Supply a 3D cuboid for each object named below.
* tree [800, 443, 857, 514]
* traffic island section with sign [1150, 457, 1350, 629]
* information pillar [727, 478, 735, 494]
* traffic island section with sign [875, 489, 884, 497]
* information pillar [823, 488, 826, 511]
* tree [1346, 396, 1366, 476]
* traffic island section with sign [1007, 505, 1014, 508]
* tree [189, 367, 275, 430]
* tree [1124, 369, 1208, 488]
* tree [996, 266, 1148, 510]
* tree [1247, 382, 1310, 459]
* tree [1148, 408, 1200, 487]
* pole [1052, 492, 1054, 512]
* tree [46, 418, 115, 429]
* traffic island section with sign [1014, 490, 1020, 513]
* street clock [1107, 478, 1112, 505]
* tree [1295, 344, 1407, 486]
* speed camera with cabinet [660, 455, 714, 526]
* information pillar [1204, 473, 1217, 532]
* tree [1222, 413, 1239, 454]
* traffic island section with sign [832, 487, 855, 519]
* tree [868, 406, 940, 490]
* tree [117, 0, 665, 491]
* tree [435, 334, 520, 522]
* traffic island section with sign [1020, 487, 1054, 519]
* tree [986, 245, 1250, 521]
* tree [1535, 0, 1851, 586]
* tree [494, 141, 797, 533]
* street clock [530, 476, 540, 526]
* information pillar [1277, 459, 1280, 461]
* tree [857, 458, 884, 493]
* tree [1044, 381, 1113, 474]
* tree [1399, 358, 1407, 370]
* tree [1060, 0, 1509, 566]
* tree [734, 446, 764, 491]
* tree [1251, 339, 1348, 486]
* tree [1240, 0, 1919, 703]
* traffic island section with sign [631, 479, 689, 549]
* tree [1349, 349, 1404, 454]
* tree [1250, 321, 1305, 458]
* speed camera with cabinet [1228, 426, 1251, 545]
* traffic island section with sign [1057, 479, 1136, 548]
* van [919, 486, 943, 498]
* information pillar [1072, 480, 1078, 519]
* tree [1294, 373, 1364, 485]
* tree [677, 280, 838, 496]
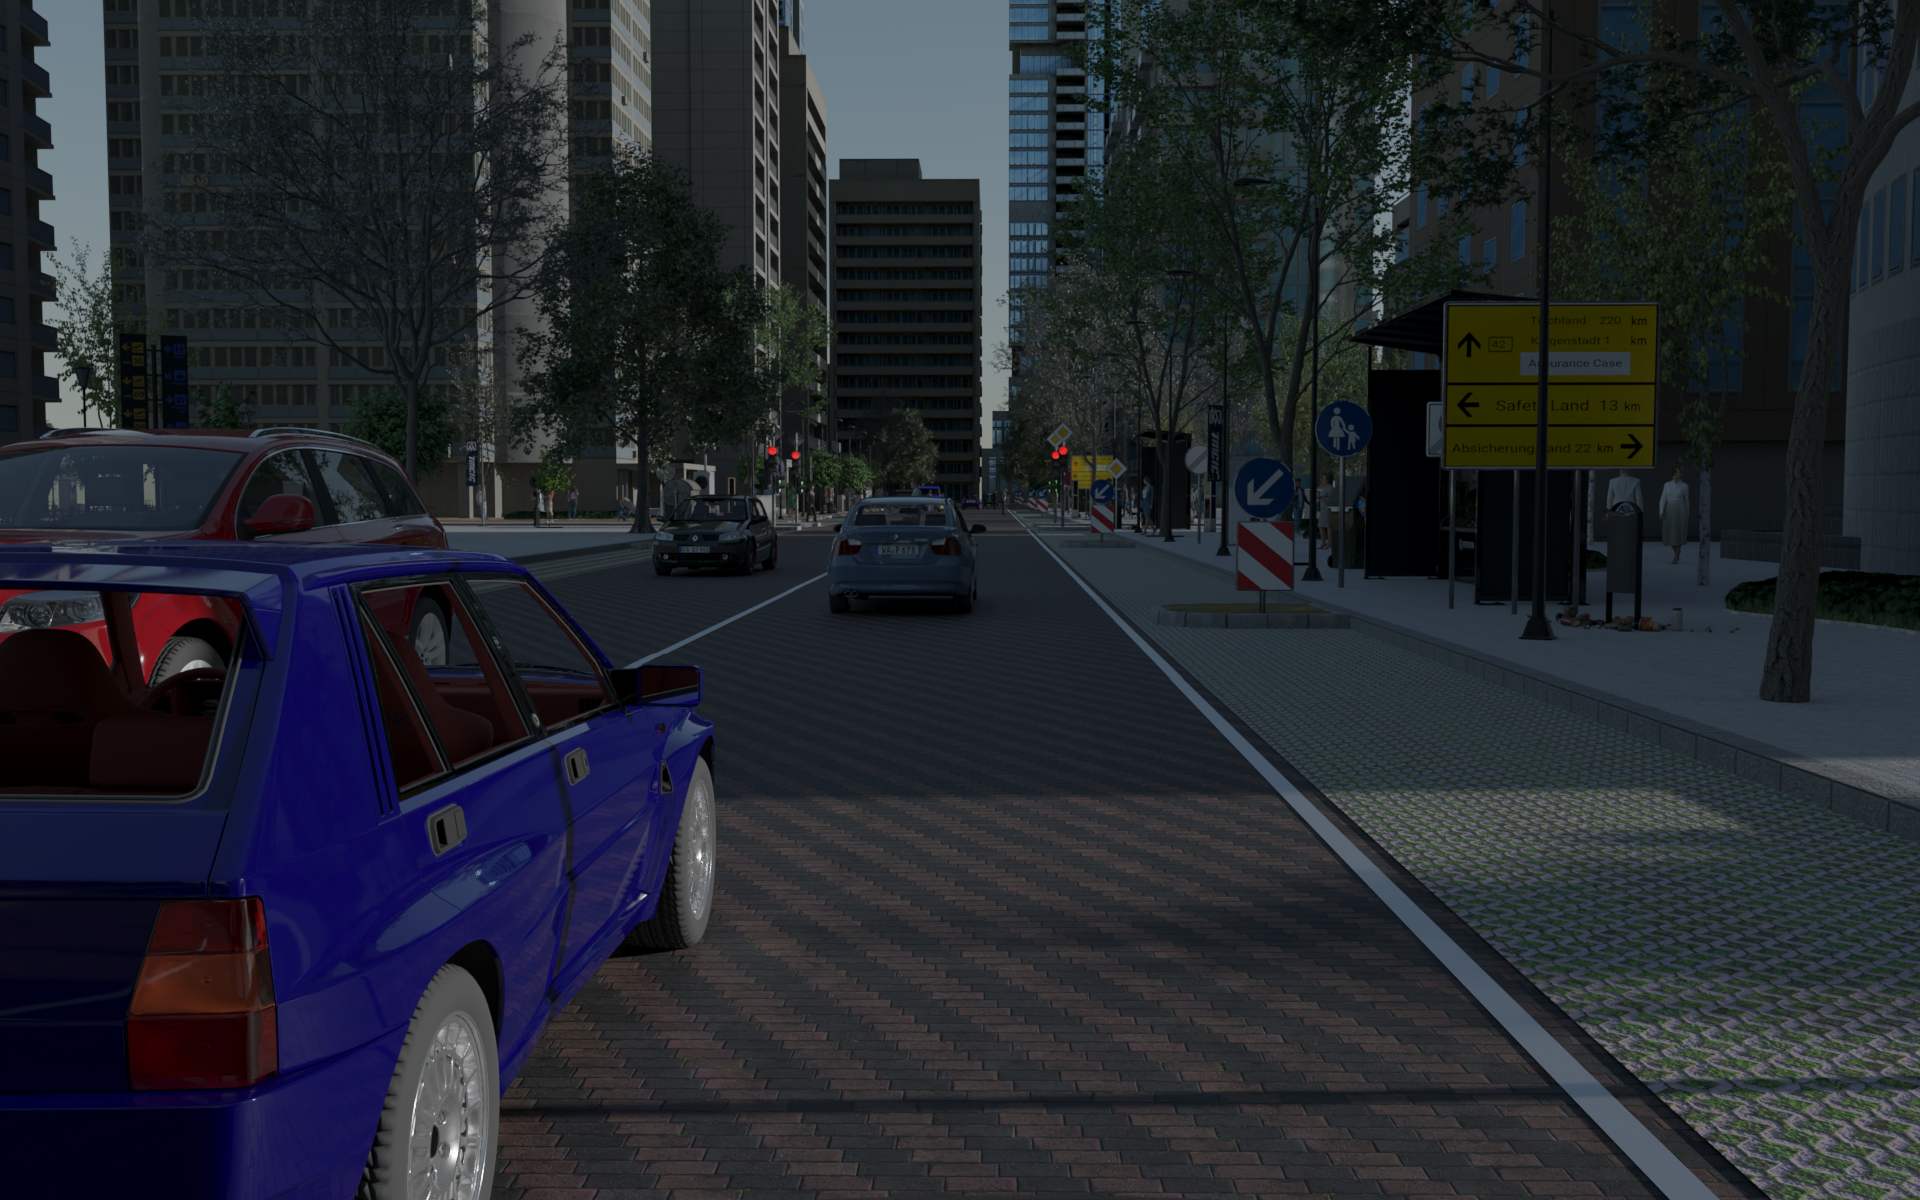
[{"bbox_3d":[-9.134,-7.854,112.119,4.285,4.588,4.351,0,3,0],"label":"tree"},{"bbox_3d":[3.158,-0.651,19.267,1.989,1.847,2.006,0,4,1],"label":"traffic island section with sign"},{"bbox_3d":[-10.231,-4.463,77.462,0.304,2.012,0.304,-1,4,-17],"label":"information pillar"},{"bbox_3d":[-5.930,-7.320,128.311,1.989,1.847,2.006,0,4,1],"label":"traffic island section with sign"},{"bbox_3d":[-10.292,-7.755,131.292,0.304,2.012,0.304,0,4,3],"label":"information pillar"},{"bbox_3d":[28.297,-10.490,121.870,4.360,8.622,3.978,0,3,0],"label":"tree"},{"bbox_3d":[6.114,-10.354,177.913,1.989,1.847,2.006,0,4,1],"label":"traffic island section with sign"},{"bbox_3d":[-11.176,-1.954,26.547,1.663,3.219,1.824,0,3,0],"label":"tree"},{"bbox_3d":[11.592,-9.149,99.948,4.737,8.622,4.395,0,3,0],"label":"tree"},{"bbox_3d":[9.594,-17.443,141.083,12.611,20.169,13.585,0,3,0],"label":"tree"},{"bbox_3d":[20.166,-9.612,107.524,4.360,8.622,3.978,0,3,0],"label":"tree"},{"bbox_3d":[15.447,-10.636,124.268,4.360,8.622,3.978,0,3,0],"label":"tree"},{"bbox_3d":[6.537,-7.839,122.006,0.158,3.312,0.155,0,3,0],"label":"pole"},{"bbox_3d":[-64.520,-9.482,117.935,11.467,7.101,20.602,0,4,-1],"label":"tree"},{"bbox_3d":[5.189,-7.331,128.490,1.989,1.847,2.006,0,4,1],"label":"traffic island section with sign"},{"bbox_3d":[6.739,-4.509,78.299,0.358,2.002,0.471,0,4,3],"label":"street clock"},{"bbox_3d":[29.935,-13.095,131.112,9.611,12.733,9.660,0,3,0],"label":"tree"},{"bbox_3d":[-10.646,-4.480,67.579,2.038,3.252,0.660,1,4,12],"label":"speed camera with cabinet"},{"bbox_3d":[8.427,-3.293,58.325,0.304,2.012,0.304,-3,5,-41],"label":"information pillar"},{"bbox_3d":[20.500,-11.597,139.977,4.737,8.622,4.395,0,3,0],"label":"tree"},{"bbox_3d":[-6.438,-5.672,101.360,1.989,1.847,2.006,0,4,1],"label":"traffic island section with sign"},{"bbox_3d":[-7.231,-18.625,221.527,9.611,12.733,9.660,0,3,0],"label":"tree"},{"bbox_3d":[-11.242,-7.635,35.210,12.009,13.543,11.850,0,3,0],"label":"tree"},{"bbox_3d":[-21.885,-7.888,79.333,4.360,8.622,3.978,0,3,0],"label":"tree"},{"bbox_3d":[4.681,-5.644,100.908,1.989,1.847,2.006,0,4,1],"label":"traffic island section with sign"},{"bbox_3d":[6.427,-10.621,84.016,12.009,13.543,11.850,0,3,0],"label":"tree"},{"bbox_3d":[10.194,-4.508,24.073,4.737,8.622,4.395,0,3,0],"label":"tree"},{"bbox_3d":[-10.326,-8.540,56.636,9.611,12.733,9.660,0,3,0],"label":"tree"},{"bbox_3d":[-16.817,-3.927,68.776,0.471,2.002,0.358,-3,5,-45],"label":"street clock"},{"bbox_3d":[6.560,-1.938,36.180,0.304,2.012,0.304,-2,4,-29],"label":"information pillar"},{"bbox_3d":[-8.296,-9.175,133.730,4.285,4.588,4.351,0,3,0],"label":"tree"},{"bbox_3d":[7.995,-10.196,117.068,4.360,8.622,3.978,0,3,0],"label":"tree"},{"bbox_3d":[22.155,-7.995,81.078,4.360,8.622,3.978,0,3,0],"label":"tree"},{"bbox_3d":[5.748,-6.429,30.865,9.928,11.665,9.643,0,3,0],"label":"tree"},{"bbox_3d":[-13.864,-8.278,119.063,4.285,4.588,4.351,0,3,0],"label":"tree"},{"bbox_3d":[15.896,-8.053,82.025,4.737,8.622,4.395,0,3,0],"label":"tree"},{"bbox_3d":[5.066,-4.630,10.106,8.767,10.594,7.601,0,4,7],"label":"tree"},{"bbox_3d":[-7.469,-2.253,45.473,1.989,1.847,2.006,0,4,1],"label":"traffic island section with sign"},{"bbox_3d":[21.542,-8.328,86.532,4.737,8.622,4.395,0,3,0],"label":"tree"},{"bbox_3d":[18.339,-12.573,115.946,12.009,13.543,11.850,0,3,0],"label":"tree"},{"bbox_3d":[7.110,-3.067,44.482,0.660,3.252,2.038,0,4,4],"label":"speed camera with cabinet"},{"bbox_3d":[3.668,-2.322,46.590,1.989,1.847,2.006,0,4,1],"label":"traffic island section with sign"},{"bbox_3d":[-2.446,-8.120,137.150,2.240,2.365,5.245,0,4,-1],"label":"van"},{"bbox_3d":[5.996,-5.250,90.331,0.304,2.012,0.304,-1,4,-9],"label":"information pillar"},{"bbox_3d":[31.135,-13.873,144.951,7.486,12.596,7.792,0,3,0],"label":"tree"},{"bbox_3d":[-9.807,-9.540,81.738,9.928,11.665,9.643,0,3,0],"label":"tree"}]
